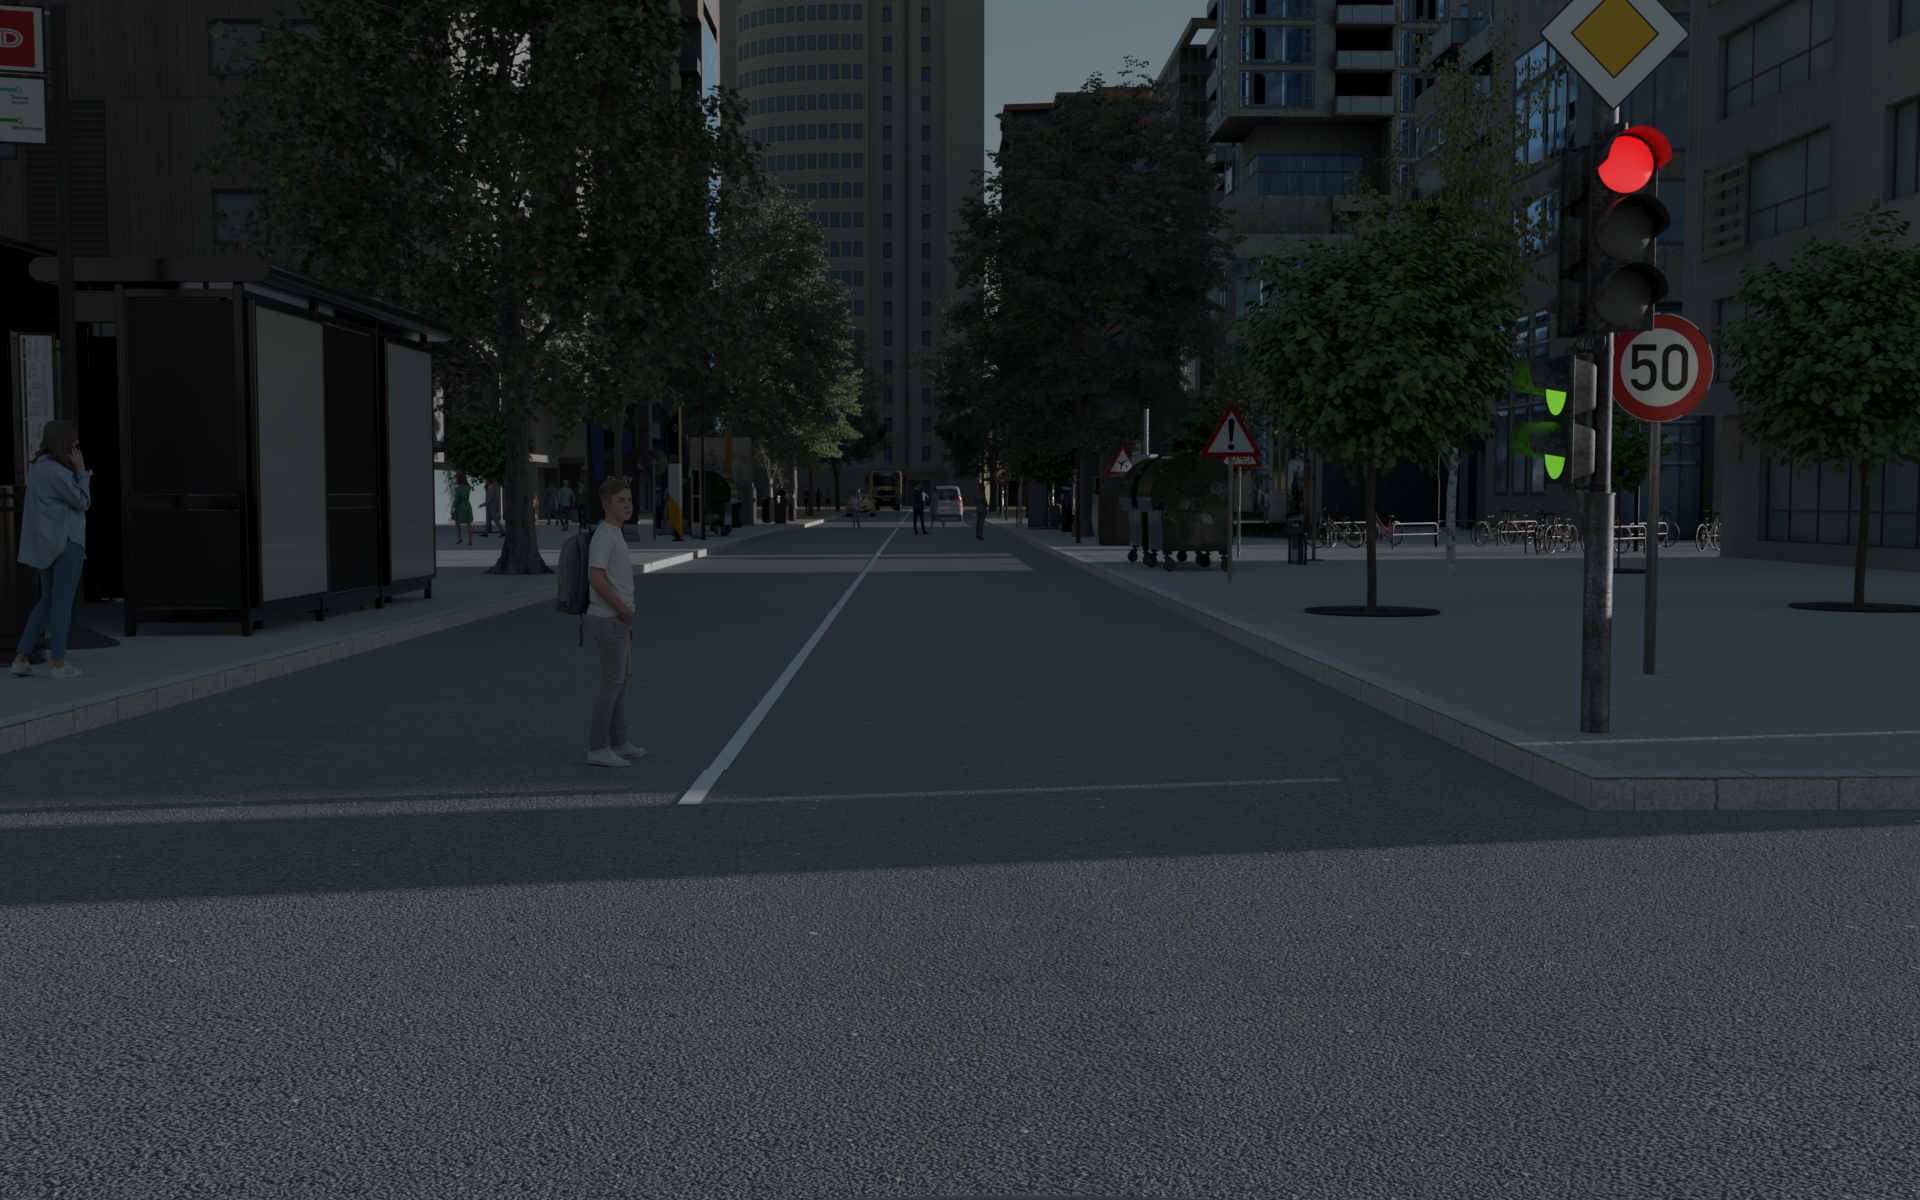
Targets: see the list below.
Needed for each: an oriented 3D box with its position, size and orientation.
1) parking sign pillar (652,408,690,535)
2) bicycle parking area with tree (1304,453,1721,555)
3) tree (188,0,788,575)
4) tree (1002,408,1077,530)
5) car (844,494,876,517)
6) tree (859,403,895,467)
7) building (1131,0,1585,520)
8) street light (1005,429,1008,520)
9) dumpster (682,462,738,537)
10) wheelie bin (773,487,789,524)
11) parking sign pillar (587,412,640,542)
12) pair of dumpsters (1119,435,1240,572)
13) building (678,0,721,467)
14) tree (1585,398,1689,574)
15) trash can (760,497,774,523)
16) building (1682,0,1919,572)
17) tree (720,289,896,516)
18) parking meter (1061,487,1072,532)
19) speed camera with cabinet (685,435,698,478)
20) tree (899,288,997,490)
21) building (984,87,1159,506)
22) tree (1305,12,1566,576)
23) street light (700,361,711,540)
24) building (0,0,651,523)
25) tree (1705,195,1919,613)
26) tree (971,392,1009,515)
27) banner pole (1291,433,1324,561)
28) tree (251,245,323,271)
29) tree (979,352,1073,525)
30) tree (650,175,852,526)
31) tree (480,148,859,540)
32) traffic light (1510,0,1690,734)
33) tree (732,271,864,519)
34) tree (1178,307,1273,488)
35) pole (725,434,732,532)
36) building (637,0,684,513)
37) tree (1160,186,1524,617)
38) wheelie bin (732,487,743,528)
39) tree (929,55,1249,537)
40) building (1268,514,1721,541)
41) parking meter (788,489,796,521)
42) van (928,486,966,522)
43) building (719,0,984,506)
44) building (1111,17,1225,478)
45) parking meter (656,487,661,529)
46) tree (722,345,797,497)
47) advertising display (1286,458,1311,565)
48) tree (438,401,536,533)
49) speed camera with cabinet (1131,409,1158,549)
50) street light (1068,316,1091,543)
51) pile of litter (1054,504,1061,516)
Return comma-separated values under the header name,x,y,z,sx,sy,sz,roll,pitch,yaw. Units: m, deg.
name,x,y,z,sx,sy,sz,roll,pitch,yaw
parking sign pillar,-9.040,-4.064,54.917,1.447,3.967,1.447,1,4,14
bicycle parking area with tree,13.258,-3.267,40.423,9.016,4.147,8.231,-2,4,-27
tree,-7.207,-6.763,27.588,9.611,12.733,9.660,0,3,0
tree,3.275,-4.860,63.180,4.285,4.588,4.351,0,3,0
car,-6.267,-6.079,109.614,2.015,1.641,3.980,0,4,0
tree,-9.628,-12.502,138.819,8.767,10.594,7.601,1,4,13
building,23.987,-48.692,108.781,22.319,86.520,31.000,0,4,-1
street light,2.262,-6.803,84.022,0.468,5.910,1.993,0,4,-1
dumpster,-7.634,-3.079,52.840,1.502,2.255,1.985,0,4,-1
wheelie bin,-7.712,-4.079,74.597,0.693,1.594,0.980,0,4,-7
parking sign pillar,-9.416,-3.575,46.918,1.447,3.967,1.447,-1,4,-21
pair of dumpsters,3.836,-1.718,30.588,1.574,2.255,4.437,0,4,-1
building,-27.411,-30.045,141.347,14.200,45.320,14.600,0,4,-1
tree,10.754,-2.068,28.411,1.663,3.219,1.824,0,3,0
trash can,-8.456,-3.966,76.492,0.748,1.137,0.748,0,3,0
building,21.662,-21.034,27.501,14.086,41.232,14.154,0,4,-1
tree,-8.563,-11.601,100.041,12.009,13.543,11.850,0,3,0
parking meter,3.598,-3.054,58.343,0.372,1.533,0.369,0,3,0
speed camera with cabinet,-9.163,-3.862,57.482,0.660,3.252,2.038,1,4,15
tree,0.352,-18.674,161.214,12.611,20.169,13.585,0,3,0
building,17.125,-32.698,189.244,28.867,44.769,22.147,0,4,-1
tree,7.656,-4.697,27.161,4.737,8.622,4.395,0,3,0
street light,-7.185,-4.620,48.319,0.468,5.910,1.993,0,4,-1
building,-32.442,-31.049,96.882,28.713,52.752,27.495,0,4,-1
tree,9.984,-2.172,19.222,4.285,4.588,4.351,0,3,0
tree,2.445,-9.445,104.784,4.360,8.622,3.978,0,3,0
banner pole,6.604,-2.633,33.069,0.863,3.779,0.401,-2,4,-32
tree,-19.877,-6.206,51.838,4.737,8.622,4.395,0,3,0
tree,2.662,-7.450,72.162,4.737,8.622,4.395,0,3,0
tree,-8.771,-10.028,70.614,9.857,13.997,8.962,0,3,0
tree,-8.152,-6.453,39.923,8.767,10.594,7.601,2,4,29
traffic light,3.408,-1.242,9.234,0.839,4.253,0.868,0,4,-1
tree,-8.501,-10.367,87.635,7.486,12.596,7.792,0,3,0
tree,10.357,-7.076,66.050,4.737,8.622,4.395,0,3,0
pole,-7.907,-3.994,59.140,0.158,3.312,0.155,0,3,0
building,-26.920,-26.576,118.106,14.154,41.232,14.086,0,4,-1
tree,4.513,-2.138,18.669,4.285,4.588,4.351,0,3,0
wheelie bin,-8.714,-3.531,65.642,0.980,1.594,0.693,-3,5,-42
tree,3.652,-8.883,51.898,9.857,13.997,8.962,0,3,0
building,25.415,-45.730,60.356,22.319,86.520,31.000,0,4,-1
parking meter,-7.942,-4.501,81.995,0.372,1.533,0.369,0,3,0
van,-0.686,-5.154,91.284,2.013,2.044,4.112,0,3,0
building,-11.712,-39.560,188.799,28.212,58.520,21.231,0,4,-1
building,28.809,-27.270,137.748,32.217,40.220,23.993,0,4,-1
parking meter,-10.861,-3.295,62.291,0.372,1.533,0.369,0,3,0
tree,-8.905,-7.923,79.898,4.360,8.622,3.978,0,3,0
advertising display,6.162,-1.613,31.583,0.123,1.923,0.974,-1,4,-9
tree,-15.577,-4.501,57.309,4.285,4.588,4.351,0,3,0
speed camera with cabinet,5.018,-2.805,40.204,2.038,3.252,0.660,2,4,31
street light,3.086,-4.419,45.032,0.468,5.910,1.993,0,4,-1
pile of litter,4.378,-3.973,78.932,1.719,0.858,1.176,1,4,13
